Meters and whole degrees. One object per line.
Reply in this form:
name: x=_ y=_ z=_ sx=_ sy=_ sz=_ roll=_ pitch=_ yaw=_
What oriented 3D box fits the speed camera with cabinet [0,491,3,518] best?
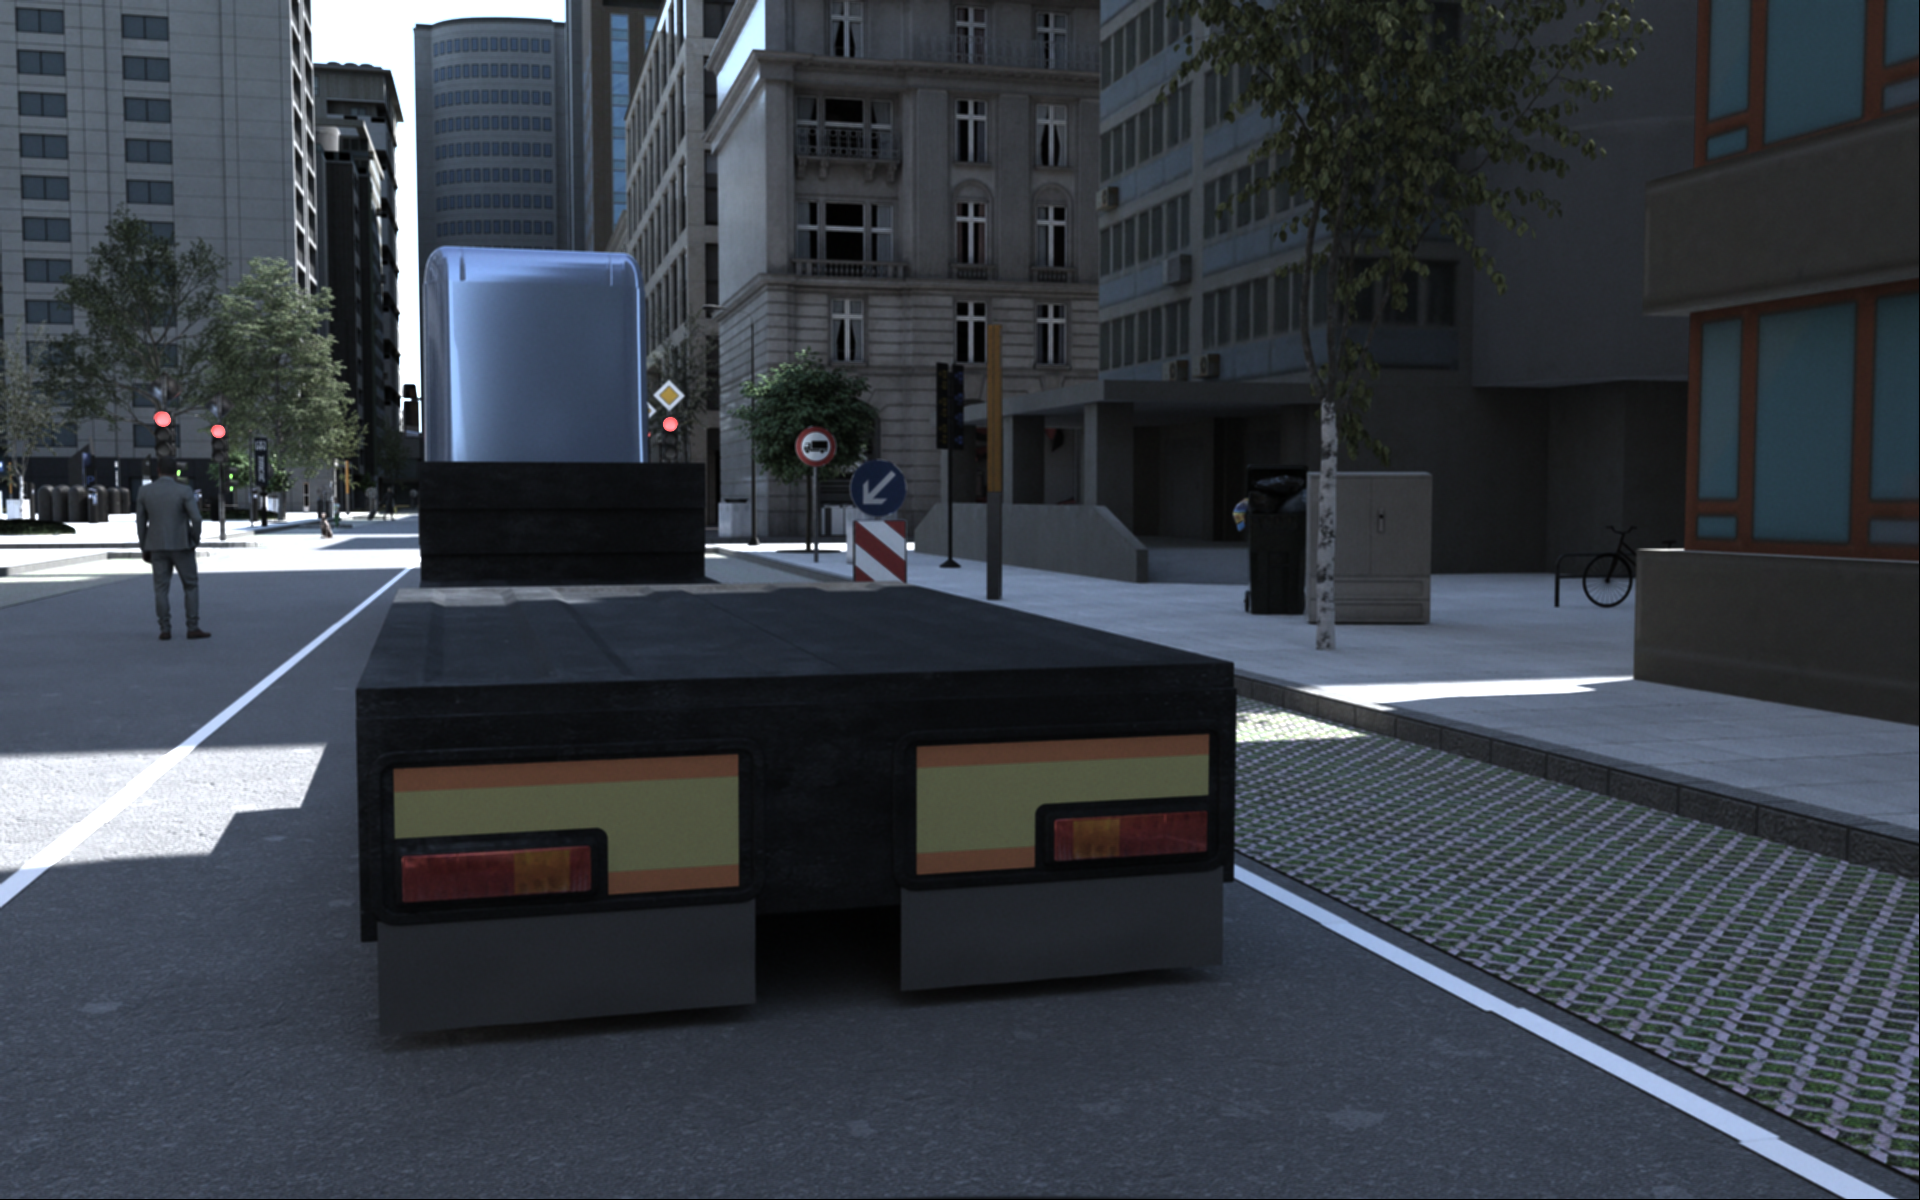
speed camera with cabinet: x=-48.484 y=-5.639 z=86.526 sx=0.660 sy=3.252 sz=2.038 roll=-3 pitch=5 yaw=-44

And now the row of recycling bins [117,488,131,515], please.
row of recycling bins: x=-52.972 y=-6.138 z=107.469 sx=1.069 sy=1.692 sz=3.534 roll=1 pitch=4 yaw=19

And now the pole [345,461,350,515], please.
pole: x=-37.275 y=-6.821 z=105.366 sx=0.158 sy=3.312 sz=0.155 roll=0 pitch=3 yaw=0

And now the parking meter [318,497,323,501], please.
parking meter: x=-42.695 y=-6.555 z=115.591 sx=0.372 sy=1.533 sz=0.369 roll=0 pitch=3 yaw=0

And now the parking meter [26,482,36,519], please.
parking meter: x=-45.755 y=-4.867 z=85.290 sx=0.255 sy=1.863 sz=0.399 roll=0 pitch=4 yaw=-2

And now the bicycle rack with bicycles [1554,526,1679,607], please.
bicycle rack with bicycles: x=8.096 y=-0.346 z=19.041 sx=2.925 sy=0.926 sz=2.852 roll=-1 pitch=4 yaw=-18

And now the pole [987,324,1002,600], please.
pole: x=0.419 y=-1.659 z=20.968 sx=0.158 sy=3.312 sz=0.155 roll=0 pitch=3 yaw=0

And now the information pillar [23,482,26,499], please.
information pillar: x=-59.026 y=-6.413 z=109.349 sx=0.304 sy=2.012 sz=0.304 roll=-1 pitch=4 yaw=-11

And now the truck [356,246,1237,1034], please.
truck: x=-3.009 y=-1.457 z=13.574 sx=2.967 sy=4.110 sz=18.799 roll=-1 pitch=4 yaw=-16

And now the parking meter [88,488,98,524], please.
parking meter: x=-37.622 y=-4.082 z=75.153 sx=0.372 sy=1.533 sz=0.369 roll=0 pitch=3 yaw=0

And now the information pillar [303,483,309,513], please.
information pillar: x=-43.415 y=-6.756 z=114.954 sx=0.304 sy=2.012 sz=0.304 roll=-3 pitch=4 yaw=-36

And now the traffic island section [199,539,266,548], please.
traffic island section: x=-20.213 y=-1.539 z=47.443 sx=2.009 sy=0.180 sz=2.903 roll=-1 pitch=4 yaw=-15

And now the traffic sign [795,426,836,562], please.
traffic sign: x=-2.698 y=-1.978 z=32.445 sx=0.768 sy=2.556 sz=0.104 roll=-1 pitch=4 yaw=-10

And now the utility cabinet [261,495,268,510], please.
utility cabinet: x=-41.512 y=-5.637 z=103.322 sx=0.306 sy=1.237 sz=1.020 roll=-1 pitch=4 yaw=-16

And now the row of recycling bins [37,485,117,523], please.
row of recycling bins: x=-39.926 y=-4.330 z=77.910 sx=3.534 sy=1.692 sz=1.069 roll=1 pitch=4 yaw=14

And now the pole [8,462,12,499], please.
pole: x=-60.706 y=-7.150 z=110.746 sx=0.158 sy=3.312 sz=0.155 roll=0 pitch=3 yaw=0

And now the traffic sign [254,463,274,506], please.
traffic sign: x=-27.636 y=-4.200 z=68.780 sx=0.768 sy=2.556 sz=0.104 roll=0 pitch=4 yaw=-7

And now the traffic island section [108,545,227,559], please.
traffic island section: x=-18.167 y=-1.067 z=39.724 sx=2.009 sy=0.180 sz=2.903 roll=-1 pitch=4 yaw=-15

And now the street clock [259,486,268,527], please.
street clock: x=-27.513 y=-3.907 z=68.445 sx=0.358 sy=2.002 sz=0.471 roll=-1 pitch=4 yaw=-11

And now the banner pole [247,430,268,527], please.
banner pole: x=-27.440 y=-4.747 z=67.629 sx=0.863 sy=3.779 sz=0.401 roll=-2 pitch=4 yaw=-26

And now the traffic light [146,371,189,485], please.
traffic light: x=-18.125 y=-3.100 z=39.600 sx=0.839 sy=4.253 sz=0.868 roll=-1 pitch=4 yaw=-15

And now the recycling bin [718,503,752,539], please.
recycling bin: x=-6.542 y=-2.313 z=50.366 sx=0.722 sy=1.027 sz=0.722 roll=-3 pitch=5 yaw=-40

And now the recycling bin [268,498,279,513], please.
recycling bin: x=-42.030 y=-5.736 z=106.340 sx=0.722 sy=1.027 sz=0.722 roll=-3 pitch=5 yaw=-41

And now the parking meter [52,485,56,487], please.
parking meter: x=-57.516 y=-6.378 z=109.997 sx=0.255 sy=1.863 sz=0.399 roll=-2 pitch=4 yaw=-31

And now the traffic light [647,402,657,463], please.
traffic light: x=-9.192 y=-3.750 z=50.235 sx=0.839 sy=4.253 sz=0.868 roll=-1 pitch=4 yaw=-15

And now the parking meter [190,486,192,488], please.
parking meter: x=-50.138 y=-6.540 z=112.642 sx=0.399 sy=1.863 sz=0.255 roll=-2 pitch=4 yaw=-27

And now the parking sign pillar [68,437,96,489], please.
parking sign pillar: x=-40.762 y=-5.666 z=81.112 sx=1.447 sy=3.967 sz=1.447 roll=-2 pitch=4 yaw=-30

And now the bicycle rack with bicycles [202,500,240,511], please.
bicycle rack with bicycles: x=-44.253 y=-5.461 z=102.667 sx=2.852 sy=0.926 sz=2.925 roll=3 pitch=4 yaw=38

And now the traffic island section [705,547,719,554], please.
traffic island section: x=-7.105 y=-1.245 z=42.640 sx=2.009 sy=0.180 sz=2.903 roll=-1 pitch=4 yaw=-15

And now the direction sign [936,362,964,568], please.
direction sign: x=-0.171 y=-2.338 z=30.228 sx=0.379 sy=3.537 sz=0.876 roll=2 pitch=4 yaw=31

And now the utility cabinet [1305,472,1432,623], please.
utility cabinet: x=4.030 y=-0.515 z=17.106 sx=1.173 sy=1.500 sz=0.318 roll=0 pitch=4 yaw=3

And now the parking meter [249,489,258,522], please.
parking meter: x=-32.649 y=-4.381 z=80.038 sx=0.372 sy=1.533 sz=0.369 roll=0 pitch=3 yaw=0

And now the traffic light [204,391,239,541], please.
traffic light: x=-20.171 y=-3.572 z=47.319 sx=0.839 sy=4.253 sz=0.868 roll=-1 pitch=4 yaw=-15

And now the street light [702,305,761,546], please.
street light: x=-5.651 y=-4.297 z=42.804 sx=1.470 sy=5.913 sz=1.316 roll=-1 pitch=4 yaw=-15

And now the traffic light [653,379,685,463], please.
traffic light: x=-7.146 y=-3.278 z=42.515 sx=0.839 sy=4.253 sz=0.868 roll=-1 pitch=4 yaw=-15

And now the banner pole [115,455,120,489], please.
banner pole: x=-54.183 y=-7.427 z=111.448 sx=0.401 sy=3.779 sz=0.863 roll=0 pitch=4 yaw=-3

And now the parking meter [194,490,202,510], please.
parking meter: x=-44.392 y=-5.657 z=100.907 sx=0.372 sy=1.533 sz=0.369 roll=0 pitch=3 yaw=0

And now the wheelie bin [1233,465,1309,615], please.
wheelie bin: x=3.431 y=-0.654 z=18.595 sx=0.980 sy=1.594 sz=0.693 roll=0 pitch=4 yaw=6

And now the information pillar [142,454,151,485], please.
information pillar: x=-47.330 y=-6.698 z=100.868 sx=0.504 sy=3.616 sz=0.183 roll=0 pitch=3 yaw=0
